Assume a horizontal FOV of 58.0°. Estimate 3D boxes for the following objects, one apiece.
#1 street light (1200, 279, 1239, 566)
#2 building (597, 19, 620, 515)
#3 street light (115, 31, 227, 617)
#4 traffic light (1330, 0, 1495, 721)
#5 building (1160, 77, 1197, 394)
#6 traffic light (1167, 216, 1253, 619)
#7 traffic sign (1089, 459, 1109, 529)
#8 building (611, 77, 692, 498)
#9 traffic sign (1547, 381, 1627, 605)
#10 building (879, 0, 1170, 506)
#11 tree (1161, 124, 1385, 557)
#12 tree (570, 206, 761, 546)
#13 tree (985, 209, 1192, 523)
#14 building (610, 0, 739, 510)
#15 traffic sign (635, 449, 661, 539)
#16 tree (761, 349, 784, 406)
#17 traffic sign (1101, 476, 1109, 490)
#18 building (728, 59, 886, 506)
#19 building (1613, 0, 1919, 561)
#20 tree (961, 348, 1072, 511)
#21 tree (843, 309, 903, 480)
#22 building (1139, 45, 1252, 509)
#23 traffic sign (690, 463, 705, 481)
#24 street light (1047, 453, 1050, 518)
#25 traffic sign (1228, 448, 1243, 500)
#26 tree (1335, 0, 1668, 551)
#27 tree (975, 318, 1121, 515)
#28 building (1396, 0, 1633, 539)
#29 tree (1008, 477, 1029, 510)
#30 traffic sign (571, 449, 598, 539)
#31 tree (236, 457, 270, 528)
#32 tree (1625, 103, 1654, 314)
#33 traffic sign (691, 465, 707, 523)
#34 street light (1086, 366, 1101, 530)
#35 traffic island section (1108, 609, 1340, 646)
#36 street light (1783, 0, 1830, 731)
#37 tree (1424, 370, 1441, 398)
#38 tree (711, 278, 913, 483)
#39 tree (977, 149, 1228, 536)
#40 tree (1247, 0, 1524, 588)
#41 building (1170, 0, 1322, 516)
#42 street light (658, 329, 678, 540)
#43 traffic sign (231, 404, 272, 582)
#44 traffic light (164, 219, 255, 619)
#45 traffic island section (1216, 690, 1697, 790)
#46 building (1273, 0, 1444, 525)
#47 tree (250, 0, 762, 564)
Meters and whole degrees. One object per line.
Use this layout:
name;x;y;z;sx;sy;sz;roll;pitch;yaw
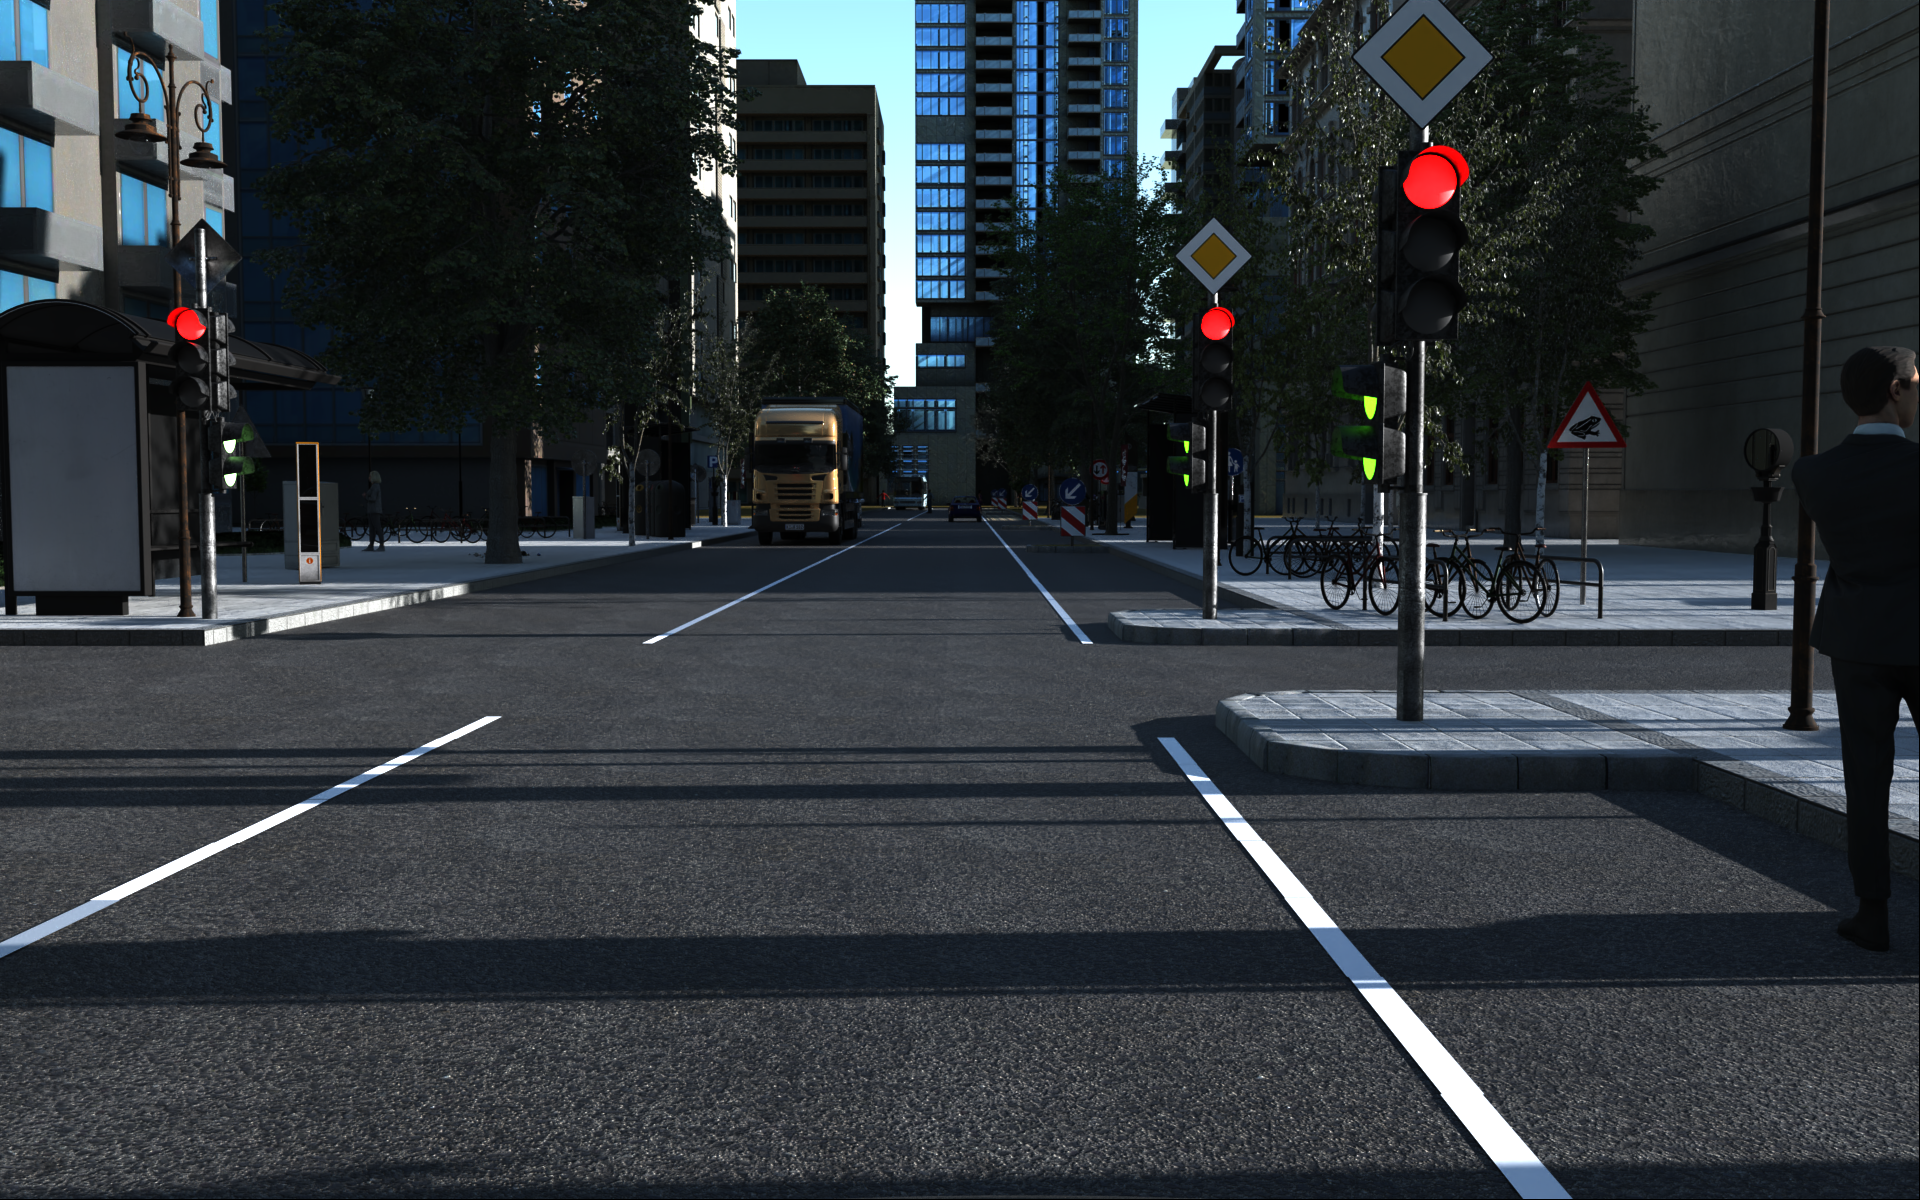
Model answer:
street light;4.598;-3.550;30.824;0.468;5.910;1.993;0;3;0
building;-29.595;-40.601;102.073;20.563;71.187;20.611;0;3;0
street light;-8.104;-2.763;17.962;0.468;5.910;1.993;0;3;0
traffic light;2.538;-1.273;9.729;0.839;4.253;0.868;0;3;0
building;38.096;-35.416;198.658;30.456;49.044;23.786;0;3;0
traffic light;2.553;-1.761;17.714;0.839;4.253;0.868;0;3;0
traffic sign;5.091;-3.853;63.104;0.768;2.556;0.104;0;4;1
building;-26.861;-21.342;120.637;14.160;30.474;14.107;0;3;0
traffic sign;7.229;-1.225;20.033;0.884;2.594;0.081;0;4;7
building;6.732;-54.060;196.550;31.000;86.520;22.319;0;3;0
tree;5.891;-5.165;34.810;4.737;8.622;4.395;0;3;0
tree;-7.977;-5.652;42.775;4.360;8.622;3.978;0;3;0
tree;5.780;-10.441;77.370;9.857;13.997;8.962;0;3;0
building;-33.033;-33.846;142.622;27.495;52.752;28.713;0;3;0
traffic sign;-8.853;-2.993;49.036;0.768;2.556;0.104;1;4;9
tree;-9.078;-7.205;68.166;4.360;8.622;3.978;0;3;0
traffic sign;7.735;-5.610;91.826;0.768;2.556;0.104;0;4;4
building;-19.569;-35.083;197.301;21.600;48.544;21.300;0;3;0
building;30.970;-12.403;36.081;30.059;22.955;16.112;0;3;0
tree;5.625;-13.392;129.322;12.009;13.543;11.850;0;3;0
tree;-8.729;-12.936;118.152;9.857;13.997;8.962;0;3;0
building;31.911;-27.729;145.254;32.217;40.220;23.993;0;3;0
traffic sign;-11.144;-4.475;72.901;0.795;2.593;0.064;0;4;6
street light;4.736;-7.322;92.506;0.468;5.910;1.993;0;3;0
traffic sign;7.556;-2.940;48.176;0.768;2.556;0.104;0;4;3
tree;12.023;-7.362;38.495;7.486;12.596;7.792;0;3;0
tree;5.610;-11.555;105.933;9.611;12.733;9.660;0;3;0
building;22.326;-13.590;58.351;11.583;22.565;21.152;0;3;0
tree;4.955;-9.032;142.276;1.663;3.219;1.824;0;3;0
traffic sign;-10.664;-3.001;49.170;0.768;2.556;0.104;0;4;5
tree;-26.755;-4.351;65.741;1.663;3.219;1.824;0;3;0
tree;10.352;-4.927;30.914;4.360;8.622;3.978;0;3;0
traffic sign;-11.525;-4.653;76.181;0.768;2.556;0.104;0;4;5
street light;4.705;-5.430;61.573;0.468;5.910;1.993;0;3;0
traffic island section;2.593;0.272;17.828;2.009;0.180;2.903;0;3;0
street light;4.594;-2.232;9.283;0.468;5.910;1.993;0;3;0
tree;13.399;-6.484;56.384;4.737;8.622;4.395;0;3;0
tree;-8.531;-10.731;92.459;9.611;12.733;9.660;0;3;0
tree;4.622;-7.828;53.751;9.928;11.665;9.643;0;3;0
tree;5.873;-4.455;23.203;4.360;8.622;3.978;0;3;0
building;27.042;-49.149;116.255;22.319;86.520;31.000;0;3;0
street light;-8.152;-4.640;48.657;0.468;5.910;1.993;0;3;0
traffic sign;-10.422;-1.539;25.165;0.884;2.594;0.081;1;4;9
traffic light;-7.709;-1.761;17.718;0.839;4.253;0.868;0;3;0
traffic island section;2.578;0.761;9.843;2.009;0.180;2.903;0;3;0
building;23.516;-17.959;81.020;14.401;28.519;23.554;0;3;0
tree;-8.563;-7.654;31.803;9.857;13.997;8.962;0;3;0
